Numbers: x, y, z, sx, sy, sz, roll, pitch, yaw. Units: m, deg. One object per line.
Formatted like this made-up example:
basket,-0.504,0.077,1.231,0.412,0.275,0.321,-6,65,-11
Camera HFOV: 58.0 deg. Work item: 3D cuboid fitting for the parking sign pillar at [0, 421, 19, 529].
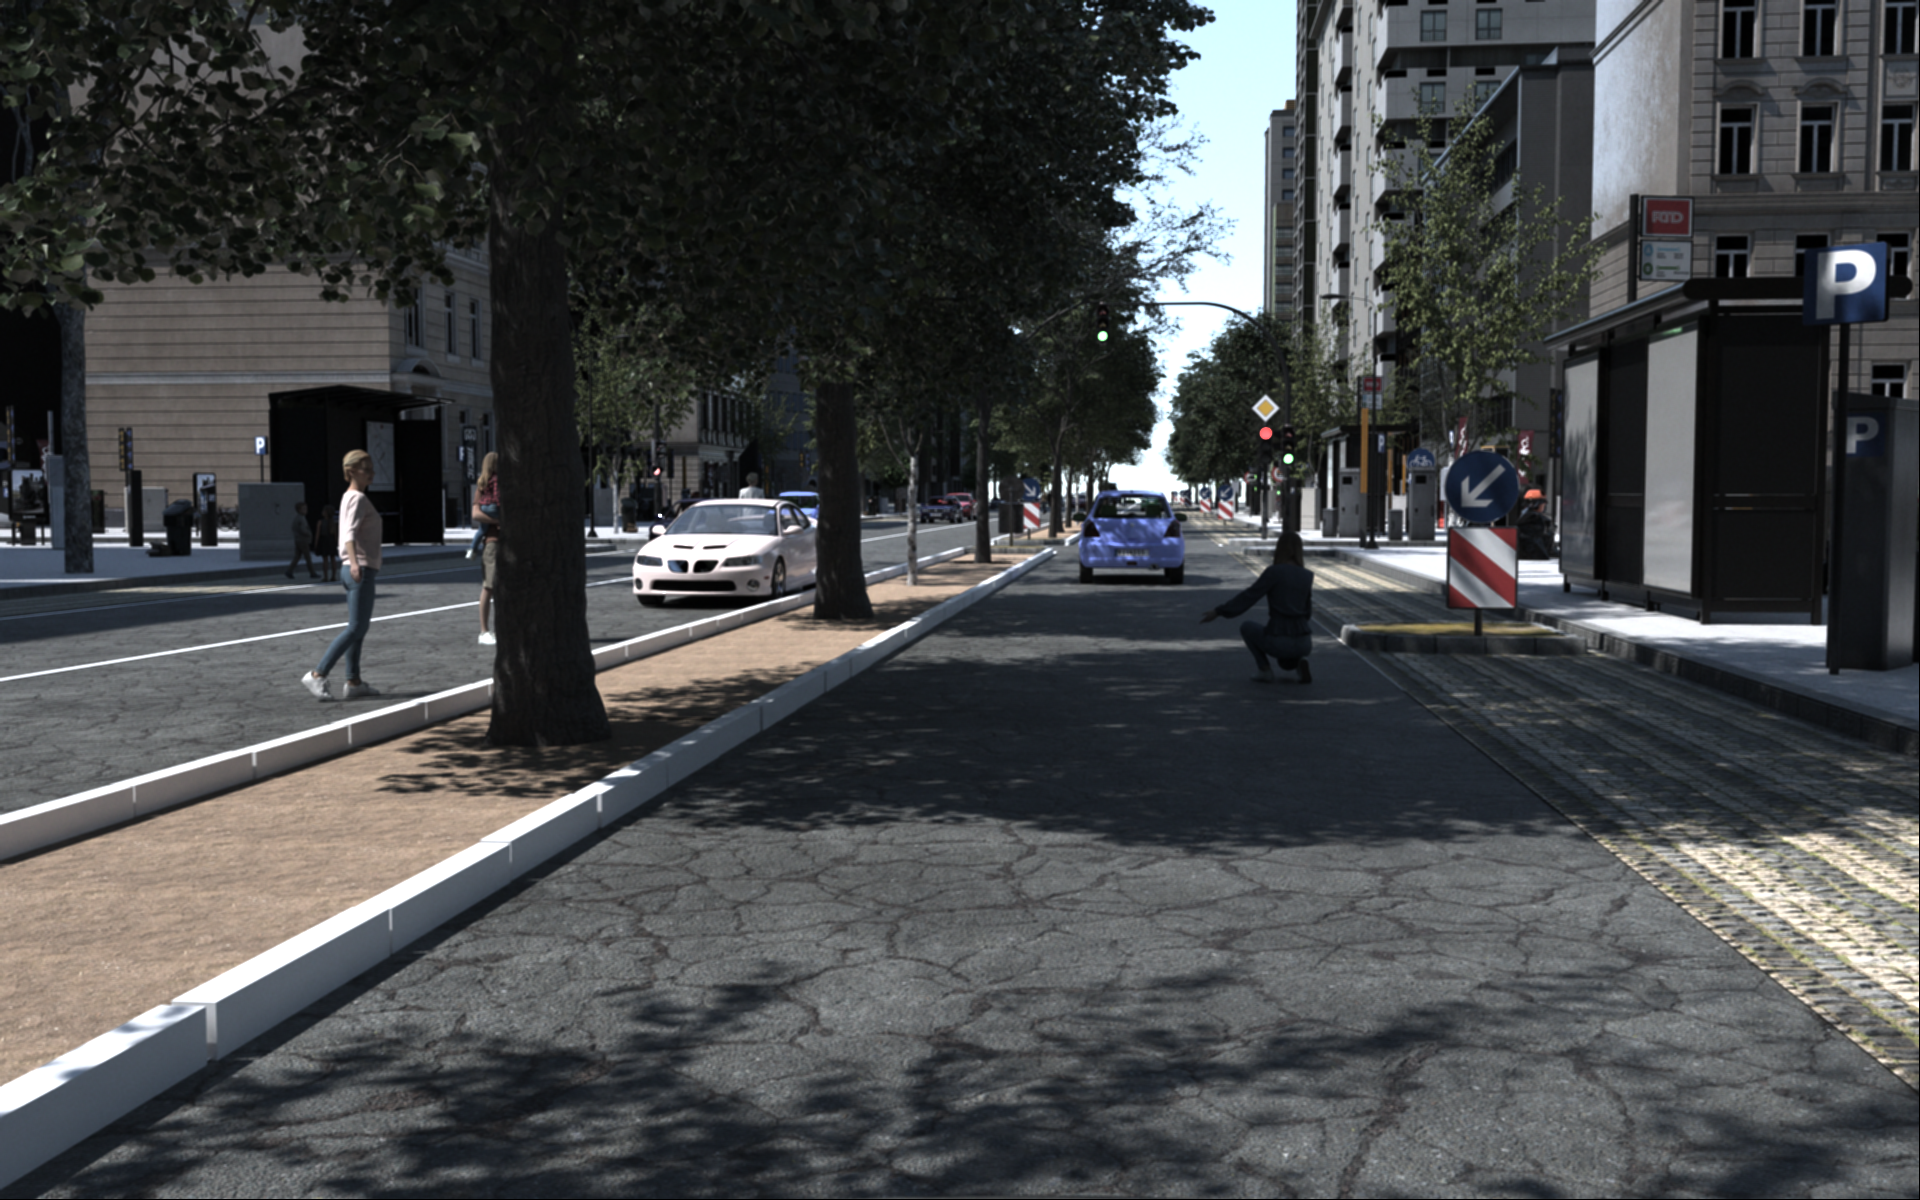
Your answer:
parking sign pillar,-34.941,-4.605,63.771,1.447,3.967,1.447,1,4,19

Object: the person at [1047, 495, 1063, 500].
person,7.678,-8.030,139.819,1.348,1.821,0.705,0,4,6

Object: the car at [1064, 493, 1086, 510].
car,10.295,-8.797,152.871,2.155,1.783,4.494,0,4,4

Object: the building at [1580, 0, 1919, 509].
building,36.456,-16.174,61.710,25.104,27.353,12.463,0,4,6

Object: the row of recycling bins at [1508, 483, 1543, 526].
row of recycling bins,20.116,-3.427,63.148,3.534,1.692,1.069,-3,5,-40

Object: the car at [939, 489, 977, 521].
car,-0.090,-5.261,95.056,2.155,1.783,4.494,0,4,6

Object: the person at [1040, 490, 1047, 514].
person,5.998,-7.068,123.972,0.656,1.842,0.836,2,4,26

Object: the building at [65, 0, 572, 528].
building,-26.194,-17.619,73.981,13.634,28.700,20.117,0,4,6

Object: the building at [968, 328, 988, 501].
building,-3.104,-36.366,278.183,14.154,41.232,14.086,0,4,6

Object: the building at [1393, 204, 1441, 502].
building,35.873,-17.347,113.300,12.332,23.373,15.834,0,4,6

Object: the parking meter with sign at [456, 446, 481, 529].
parking meter with sign,-17.350,-4.067,62.764,1.738,3.016,0.543,2,4,24

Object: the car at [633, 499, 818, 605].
car,-3.054,-0.700,23.802,2.083,1.381,4.827,0,4,7

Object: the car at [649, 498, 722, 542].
car,-5.963,-1.679,40.038,1.945,1.354,3.894,0,4,6

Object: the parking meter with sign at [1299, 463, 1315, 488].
parking meter with sign,19.318,-6.058,95.309,0.543,3.016,1.738,-1,4,-16

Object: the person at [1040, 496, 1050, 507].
person,9.306,-11.044,189.772,1.217,1.736,0.721,-2,4,-30

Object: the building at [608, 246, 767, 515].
building,-19.750,-15.390,116.258,10.561,19.102,19.286,0,4,6

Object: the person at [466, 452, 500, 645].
person,-4.426,-0.495,16.568,0.573,1.828,0.580,-1,4,-11

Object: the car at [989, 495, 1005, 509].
car,3.758,-9.138,161.982,1.945,1.354,3.894,0,4,6

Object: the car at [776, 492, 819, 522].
car,-5.264,-2.845,56.099,1.945,1.707,3.694,0,4,5

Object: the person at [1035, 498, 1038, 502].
person,6.641,-8.555,151.632,0.557,1.426,1.065,1,4,17

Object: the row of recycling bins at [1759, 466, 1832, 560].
row of recycling bins,12.697,-1.131,25.613,1.069,1.692,3.534,0,4,8

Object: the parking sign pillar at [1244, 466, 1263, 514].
parking sign pillar,19.446,-7.684,114.100,1.447,3.967,1.447,-2,4,-34

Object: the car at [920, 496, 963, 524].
car,-0.903,-4.460,85.507,1.945,1.354,3.894,0,4,8

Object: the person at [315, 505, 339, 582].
person,-10.329,-0.921,28.221,0.362,1.253,0.373,-3,5,-41

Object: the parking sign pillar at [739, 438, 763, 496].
parking sign pillar,-10.072,-5.804,83.366,1.447,3.967,1.447,3,5,44

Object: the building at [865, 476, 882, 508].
building,-24.491,-29.179,168.951,32.217,40.220,23.993,0,4,6

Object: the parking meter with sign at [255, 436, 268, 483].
parking meter with sign,-20.663,-3.480,53.156,0.543,3.016,1.738,2,4,35

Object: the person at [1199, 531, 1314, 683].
person,2.359,0.041,13.322,1.012,1.151,0.738,-1,4,-11

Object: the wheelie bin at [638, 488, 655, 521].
wheelie bin,-15.014,-4.616,83.386,0.980,1.594,0.693,0,4,-1

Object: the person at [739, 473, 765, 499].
person,-3.930,-1.507,33.013,0.514,1.842,0.818,-2,4,-24

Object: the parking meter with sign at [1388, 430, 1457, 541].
parking meter with sign,12.655,-3.134,47.494,1.738,3.016,0.543,0,4,4

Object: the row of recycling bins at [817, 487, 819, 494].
row of recycling bins,-7.599,-5.580,98.352,1.069,1.692,3.534,-2,4,-28

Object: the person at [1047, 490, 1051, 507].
person,9.954,-11.200,191.254,1.348,1.869,0.705,-1,4,-12

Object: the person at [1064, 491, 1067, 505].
person,14.175,-13.543,229.798,0.709,1.838,0.599,0,4,5

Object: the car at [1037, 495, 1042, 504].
car,9.742,-12.399,215.304,1.945,1.354,3.894,0,4,7

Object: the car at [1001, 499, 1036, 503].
car,3.253,-4.995,93.667,2.014,1.417,4.499,1,4,8

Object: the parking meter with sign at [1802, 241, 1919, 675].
parking meter with sign,6.801,-1.012,12.803,1.738,3.016,0.543,-3,5,-45

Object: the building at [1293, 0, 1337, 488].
building,52.362,-48.141,225.352,20.563,71.187,20.611,0,4,6

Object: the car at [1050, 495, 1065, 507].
car,11.033,-11.349,197.555,2.014,1.417,4.499,0,4,5

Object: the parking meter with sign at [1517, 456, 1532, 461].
parking meter with sign,22.368,-4.479,69.485,0.543,3.016,1.738,2,4,35

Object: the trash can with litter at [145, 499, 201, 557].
trash can with litter,-16.261,-1.491,35.761,0.624,1.170,1.055,1,4,16

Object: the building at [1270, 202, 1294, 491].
building,50.904,-34.267,243.852,14.154,41.232,14.086,0,4,6

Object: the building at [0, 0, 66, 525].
building,-46.096,-14.740,70.671,15.834,23.373,12.332,0,4,6

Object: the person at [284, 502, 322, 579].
person,-11.123,-1.007,29.235,0.475,1.303,0.640,2,4,35

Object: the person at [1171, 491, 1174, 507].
person,22.966,-10.871,186.944,0.721,1.736,1.217,1,4,11

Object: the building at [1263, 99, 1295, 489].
building,56.866,-44.183,264.393,21.231,58.520,28.212,0,4,6

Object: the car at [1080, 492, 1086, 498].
car,18.782,-15.335,259.400,2.281,1.827,5.304,0,4,6

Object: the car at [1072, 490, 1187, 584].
car,2.843,-1.185,28.968,1.945,1.707,3.694,0,4,4

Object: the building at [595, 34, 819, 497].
building,-22.231,-36.665,141.466,21.231,58.520,28.212,0,4,6

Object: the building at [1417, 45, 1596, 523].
building,33.316,-16.579,90.134,14.314,24.678,30.058,0,4,6

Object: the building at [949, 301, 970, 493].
building,-6.066,-37.558,264.184,14.600,45.320,14.200,0,4,6

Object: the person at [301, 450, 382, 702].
person,-4.294,-0.177,12.071,0.598,1.740,0.731,-3,4,-38

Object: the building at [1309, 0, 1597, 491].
building,49.934,-35.566,170.746,28.713,52.752,27.495,0,4,6

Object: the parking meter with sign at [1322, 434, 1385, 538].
parking meter with sign,11.478,-3.328,50.671,1.738,3.016,0.543,2,4,35

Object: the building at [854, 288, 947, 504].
building,-9.478,-27.973,229.058,14.160,30.474,14.107,0,4,6

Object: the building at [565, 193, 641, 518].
building,-26.182,-13.810,93.239,16.820,18.784,16.811,0,4,6

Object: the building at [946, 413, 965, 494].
building,-9.979,-49.407,246.053,20.563,71.187,20.611,0,4,6

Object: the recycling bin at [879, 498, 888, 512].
recycling bin,-5.544,-6.713,122.316,0.722,1.027,0.722,3,5,43
